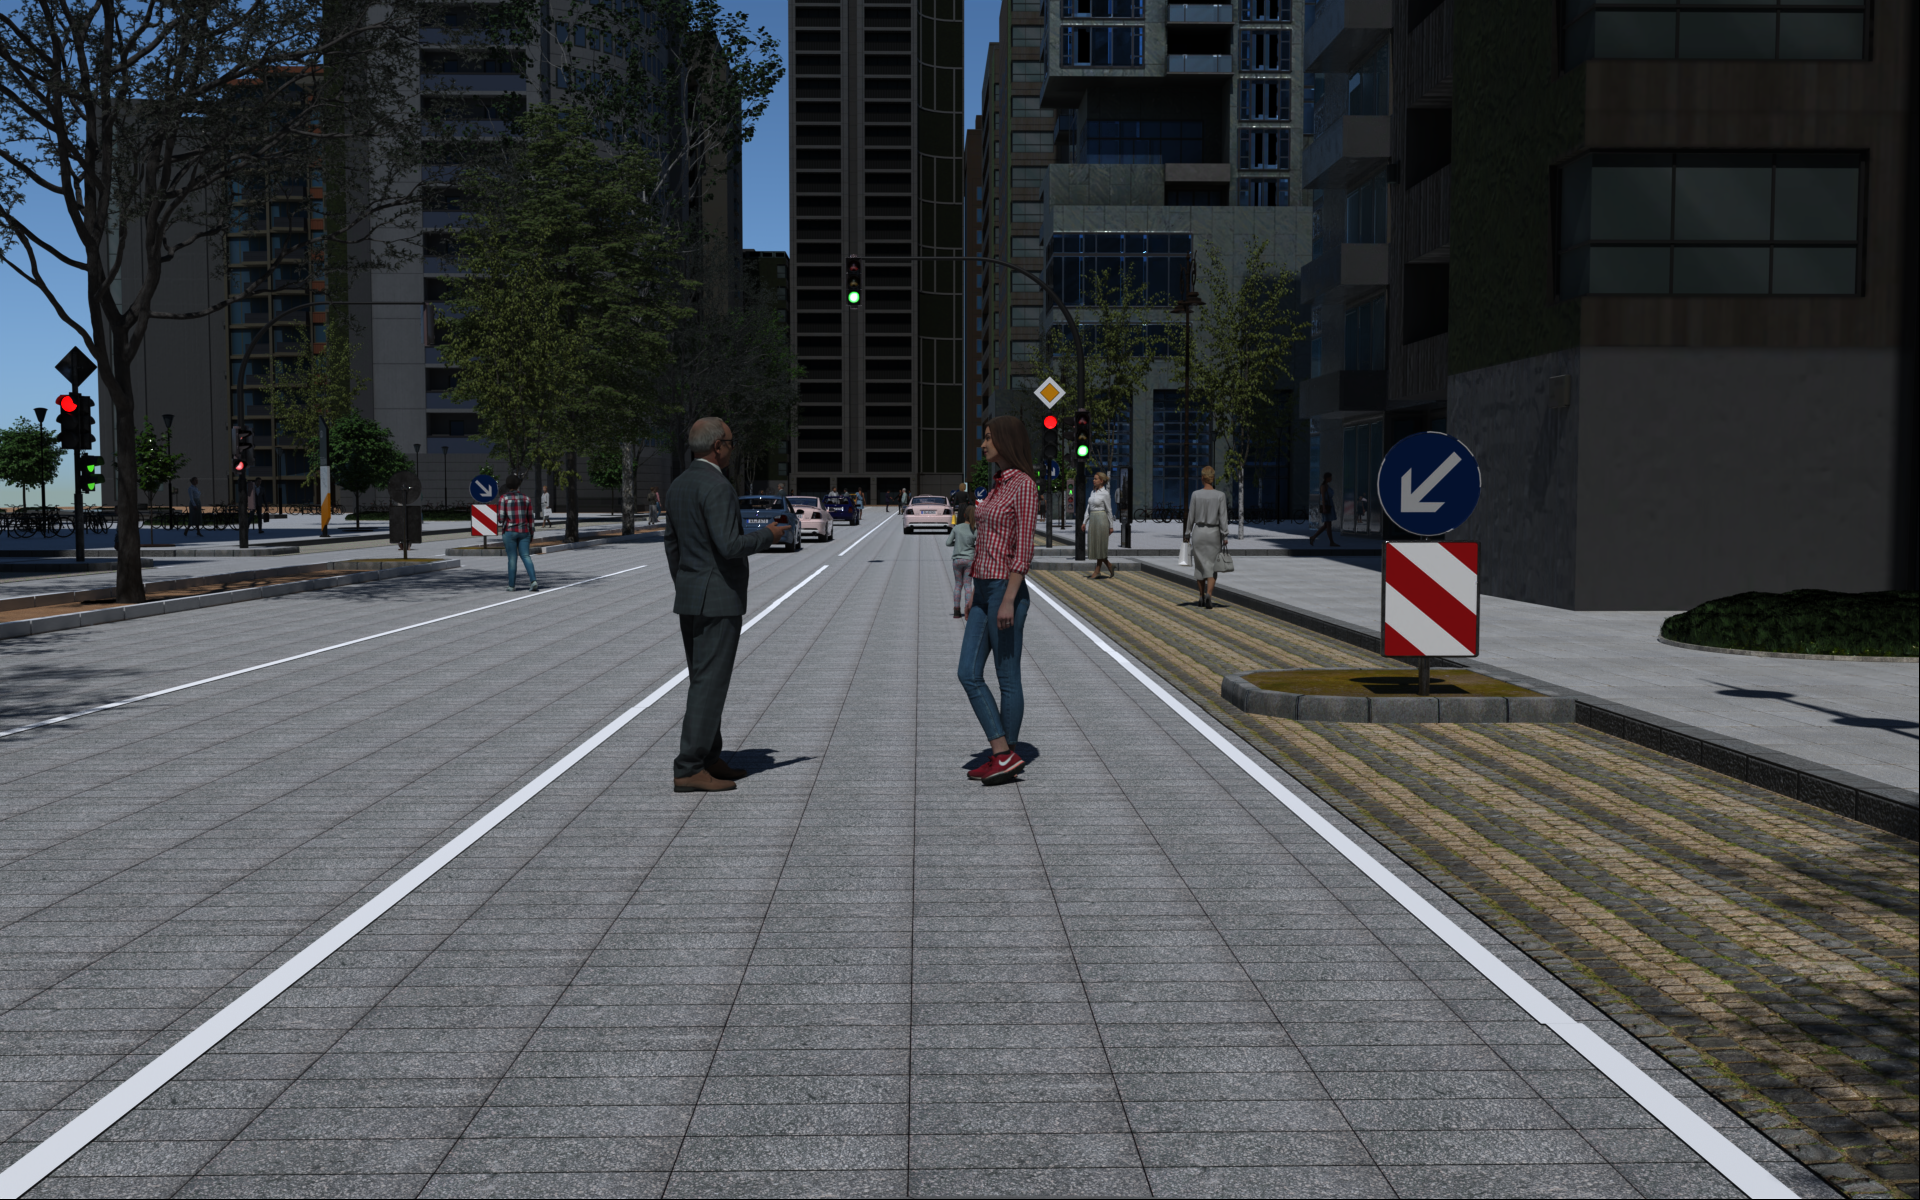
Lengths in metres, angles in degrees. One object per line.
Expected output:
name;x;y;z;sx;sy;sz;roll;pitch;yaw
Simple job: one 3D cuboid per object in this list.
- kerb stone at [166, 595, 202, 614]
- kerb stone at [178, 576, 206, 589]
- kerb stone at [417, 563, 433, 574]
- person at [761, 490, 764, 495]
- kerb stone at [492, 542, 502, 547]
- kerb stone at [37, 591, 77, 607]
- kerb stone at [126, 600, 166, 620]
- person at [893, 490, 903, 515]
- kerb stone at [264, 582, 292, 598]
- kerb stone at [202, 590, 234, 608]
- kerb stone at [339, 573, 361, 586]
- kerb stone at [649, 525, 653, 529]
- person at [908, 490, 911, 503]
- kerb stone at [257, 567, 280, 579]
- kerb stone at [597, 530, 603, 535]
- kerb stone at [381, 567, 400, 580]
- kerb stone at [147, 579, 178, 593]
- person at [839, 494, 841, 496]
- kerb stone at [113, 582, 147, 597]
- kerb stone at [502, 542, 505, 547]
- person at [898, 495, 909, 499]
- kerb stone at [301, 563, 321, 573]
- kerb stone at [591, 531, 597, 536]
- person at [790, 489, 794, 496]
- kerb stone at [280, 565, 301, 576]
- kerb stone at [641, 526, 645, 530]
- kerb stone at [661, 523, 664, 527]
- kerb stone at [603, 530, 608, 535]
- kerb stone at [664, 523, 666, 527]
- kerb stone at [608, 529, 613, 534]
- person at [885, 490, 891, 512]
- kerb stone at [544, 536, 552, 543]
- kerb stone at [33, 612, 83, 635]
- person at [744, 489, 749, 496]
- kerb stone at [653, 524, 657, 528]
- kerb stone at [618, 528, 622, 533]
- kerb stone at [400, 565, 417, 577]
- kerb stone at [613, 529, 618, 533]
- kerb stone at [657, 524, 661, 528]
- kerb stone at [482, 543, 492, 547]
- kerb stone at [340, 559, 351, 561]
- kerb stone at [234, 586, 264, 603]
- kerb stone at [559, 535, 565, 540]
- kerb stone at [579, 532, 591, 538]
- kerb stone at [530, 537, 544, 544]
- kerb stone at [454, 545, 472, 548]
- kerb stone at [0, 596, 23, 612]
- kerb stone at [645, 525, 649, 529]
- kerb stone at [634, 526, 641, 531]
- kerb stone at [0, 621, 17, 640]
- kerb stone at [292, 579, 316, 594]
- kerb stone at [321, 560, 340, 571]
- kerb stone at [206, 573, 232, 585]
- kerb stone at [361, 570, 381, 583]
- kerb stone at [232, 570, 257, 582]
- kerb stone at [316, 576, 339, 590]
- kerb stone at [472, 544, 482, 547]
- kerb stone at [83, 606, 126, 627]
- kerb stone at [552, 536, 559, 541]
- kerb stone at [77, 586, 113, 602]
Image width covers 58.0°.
kerb stone;-9.563;0.063;21.169;0.120;0.150;1.000;0;4;-1
kerb stone;-11.788;-0.256;26.381;0.120;0.150;1.000;0;4;-1
kerb stone;-9.804;-0.559;31.425;0.120;0.150;1.000;0;4;-1
person;-18.415;-9.255;160.336;0.721;1.766;1.217;-1;4;-21
kerb stone;-12.210;-1.410;45.248;0.120;0.150;1.000;0;4;-1
kerb stone;-11.691;-0.004;22.262;0.120;0.150;1.000;0;4;-1
kerb stone;-9.542;0.125;20.148;0.120;0.150;1.000;0;4;-1
person;-4.158;-6.774;120.078;1.217;1.723;0.721;2;4;35
kerb stone;-9.634;-0.125;24.241;0.120;0.150;1.000;0;4;-1
kerb stone;-9.591;0.002;22.192;0.120;0.150;1.000;0;4;-1
kerb stone;-9.709;-0.308;27.309;0.120;0.150;1.000;0;4;-1
kerb stone;-12.789;-2.976;70.859;0.120;0.150;1.000;0;4;-1
person;-5.345;-10.754;184.309;0.705;1.826;1.348;0;4;2
kerb stone;-11.852;-0.444;29.447;0.120;0.150;1.000;0;4;-1
kerb stone;-12.533;-2.287;59.585;0.120;0.150;1.000;0;4;-1
kerb stone;-9.750;-0.438;29.371;0.120;0.150;1.000;0;4;-1
kerb stone;-11.765;-0.194;25.359;0.120;0.150;1.000;0;4;-1
person;-8.575;-6.933;125.037;0.628;1.438;0.799;-3;5;-41
kerb stone;-11.741;-0.130;24.327;0.120;0.150;1.000;0;4;-1
kerb stone;-12.240;-1.473;46.271;0.120;0.150;1.000;0;4;-1
person;-4.815;-8.598;149.083;1.348;1.824;0.705;-3;5;-44
kerb stone;-11.895;-0.567;31.494;0.120;0.150;1.000;0;4;-1
kerb stone;-12.514;-2.224;58.561;0.120;0.150;1.000;0;4;-1
person;-13.376;-7.951;138.504;0.705;1.822;1.348;-1;4;-17
kerb stone;-11.876;-0.506;30.469;0.120;0.150;1.000;0;4;-1
kerb stone;-12.749;-2.847;68.815;0.120;0.150;1.000;0;4;-1
kerb stone;-12.867;-3.164;73.925;0.120;0.150;1.000;0;4;-1
kerb stone;-12.554;-2.349;60.607;0.120;0.150;1.000;0;4;-1
kerb stone;-12.879;-3.227;74.949;0.120;0.150;1.000;0;4;-1
kerb stone;-12.591;-2.412;61.636;0.120;0.150;1.000;0;4;-1
person;-5.645;-7.860;137.462;0.568;1.767;0.683;-1;4;-20
kerb stone;-12.347;-1.785;51.385;0.120;0.150;1.000;0;4;-1
kerb stone;-9.498;0.251;18.094;0.120;0.150;1.000;0;4;-1
person;-22.351;-10.740;181.629;0.705;1.826;1.348;-2;4;-33
kerb stone;-12.811;-3.039;71.881;0.120;0.150;1.000;0;4;-1
kerb stone;-12.628;-2.538;63.687;0.120;0.150;1.000;0;4;-1
kerb stone;-9.781;-0.502;30.398;0.120;0.150;1.000;0;4;-1
kerb stone;-12.608;-2.470;62.665;0.120;0.150;1.000;0;4;-1
kerb stone;-12.844;-3.101;72.903;0.120;0.150;1.000;0;4;-1
kerb stone;-12.189;-1.344;44.223;0.120;0.150;1.000;0;4;-1
kerb stone;-11.950;-0.695;33.555;0.120;0.150;1.000;0;4;-1
kerb stone;-9.617;-0.062;23.214;0.120;0.150;1.000;0;4;-1
kerb stone;-12.400;-1.903;53.432;0.120;0.150;1.000;0;4;-1
kerb stone;-12.498;-2.162;57.539;0.120;0.150;1.000;0;4;-1
kerb stone;-12.331;-1.720;50.363;0.120;0.150;1.000;0;4;-1
kerb stone;-12.148;-1.216;42.179;0.120;0.150;1.000;0;4;-1
kerb stone;-11.669;0.058;21.241;0.120;0.150;1.000;0;4;-1
kerb stone;-12.767;-2.913;69.837;0.120;0.150;1.000;0;4;-1
kerb stone;-12.720;-2.785;67.790;0.120;0.150;1.000;0;4;-1
kerb stone;-9.482;0.313;17.070;0.120;0.150;1.000;0;4;-1
kerb stone;-9.666;-0.188;25.265;0.120;0.150;1.000;0;4;-1
kerb stone;-11.929;-0.629;32.526;0.120;0.150;1.000;0;4;-1
kerb stone;-11.812;-0.318;27.403;0.120;0.150;1.000;0;4;-1
kerb stone;-9.738;-0.376;28.346;0.120;0.150;1.000;0;4;-1
kerb stone;-11.835;-0.381;28.425;0.120;0.150;1.000;0;4;-1
kerb stone;-9.688;-0.247;26.287;0.120;0.150;1.000;0;4;-1
kerb stone;-12.176;-1.285;43.201;0.120;0.150;1.000;0;4;-1
kerb stone;-9.523;0.188;19.119;0.120;0.150;1.000;0;4;-1
kerb stone;-12.373;-1.848;52.409;0.120;0.150;1.000;0;4;-1
kerb stone;-11.722;-0.060;23.299;0.120;0.150;1.000;0;4;-1
